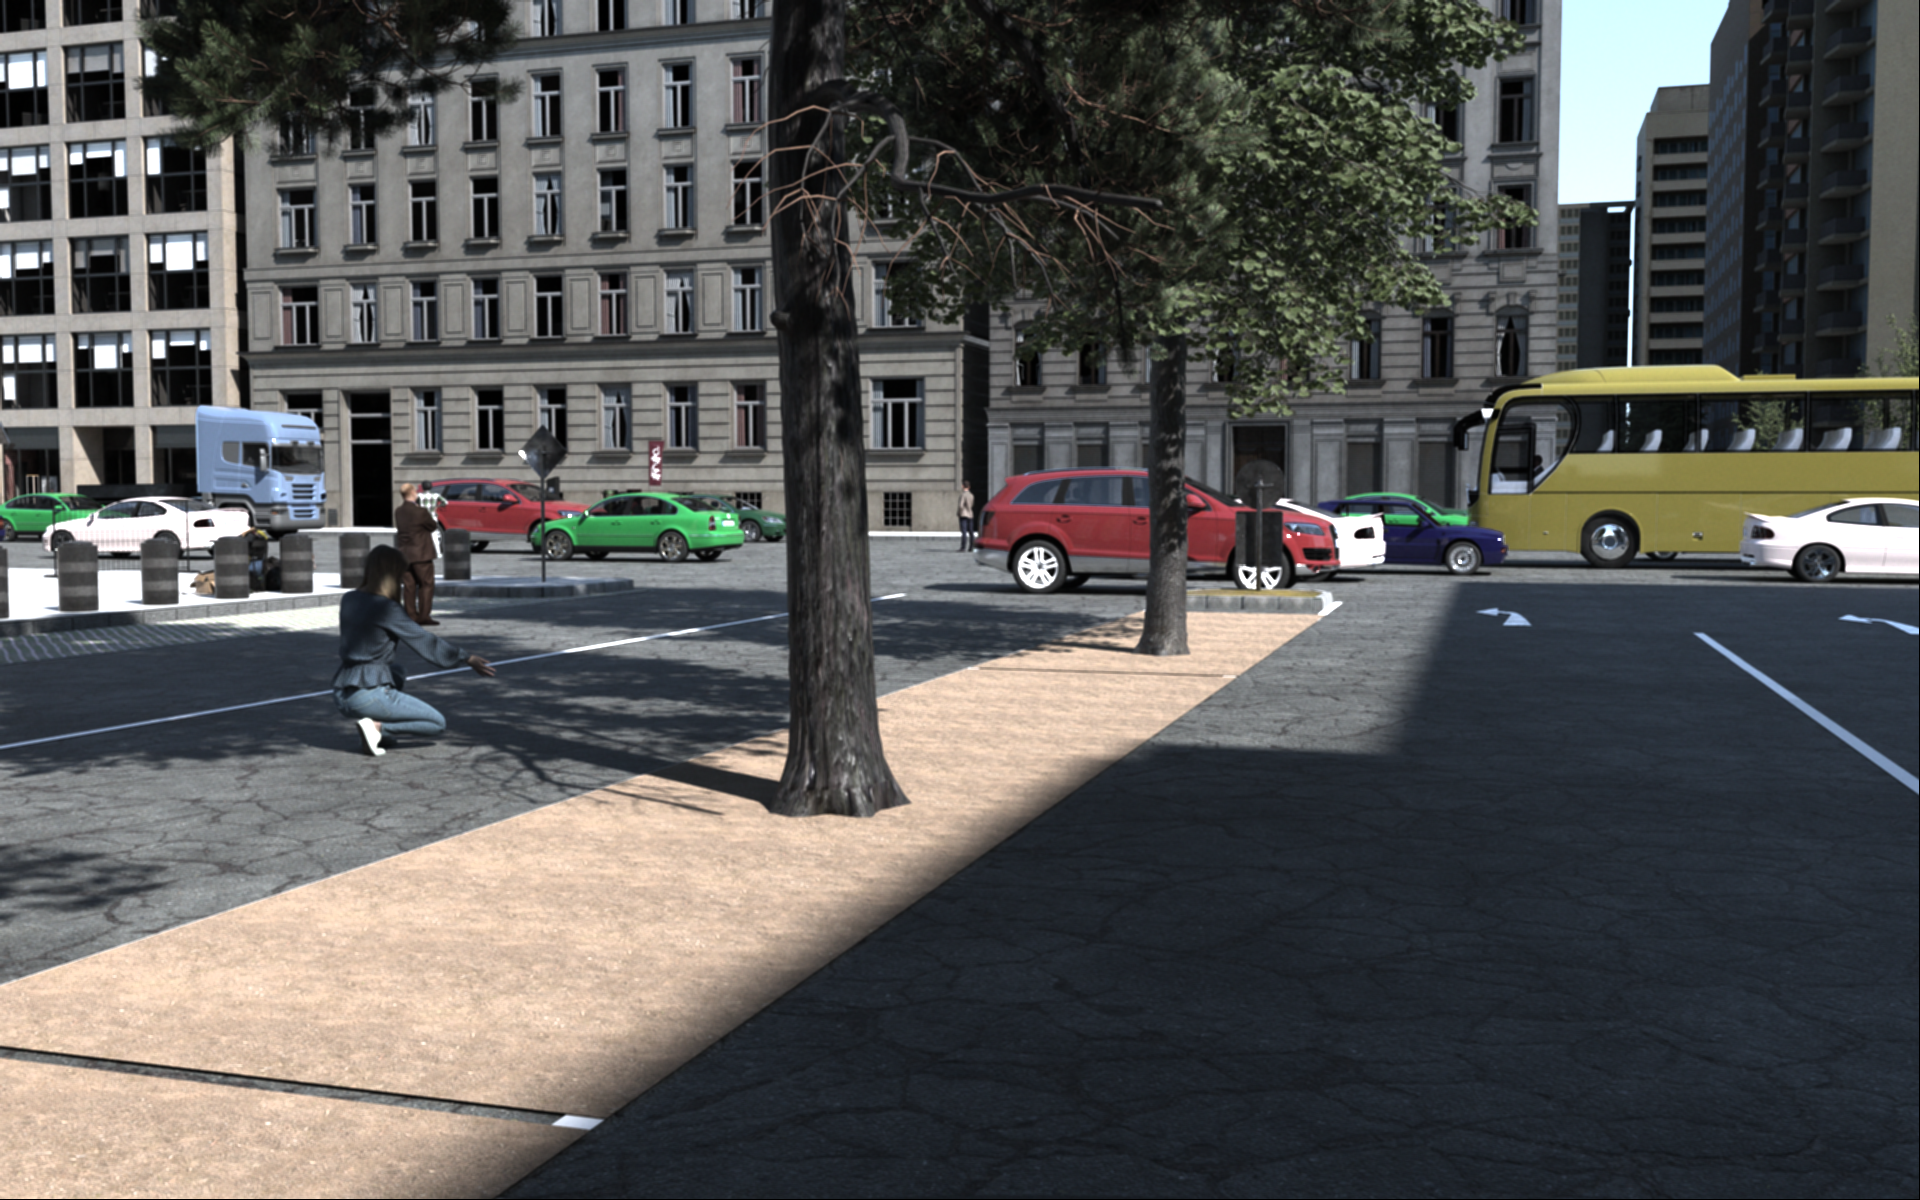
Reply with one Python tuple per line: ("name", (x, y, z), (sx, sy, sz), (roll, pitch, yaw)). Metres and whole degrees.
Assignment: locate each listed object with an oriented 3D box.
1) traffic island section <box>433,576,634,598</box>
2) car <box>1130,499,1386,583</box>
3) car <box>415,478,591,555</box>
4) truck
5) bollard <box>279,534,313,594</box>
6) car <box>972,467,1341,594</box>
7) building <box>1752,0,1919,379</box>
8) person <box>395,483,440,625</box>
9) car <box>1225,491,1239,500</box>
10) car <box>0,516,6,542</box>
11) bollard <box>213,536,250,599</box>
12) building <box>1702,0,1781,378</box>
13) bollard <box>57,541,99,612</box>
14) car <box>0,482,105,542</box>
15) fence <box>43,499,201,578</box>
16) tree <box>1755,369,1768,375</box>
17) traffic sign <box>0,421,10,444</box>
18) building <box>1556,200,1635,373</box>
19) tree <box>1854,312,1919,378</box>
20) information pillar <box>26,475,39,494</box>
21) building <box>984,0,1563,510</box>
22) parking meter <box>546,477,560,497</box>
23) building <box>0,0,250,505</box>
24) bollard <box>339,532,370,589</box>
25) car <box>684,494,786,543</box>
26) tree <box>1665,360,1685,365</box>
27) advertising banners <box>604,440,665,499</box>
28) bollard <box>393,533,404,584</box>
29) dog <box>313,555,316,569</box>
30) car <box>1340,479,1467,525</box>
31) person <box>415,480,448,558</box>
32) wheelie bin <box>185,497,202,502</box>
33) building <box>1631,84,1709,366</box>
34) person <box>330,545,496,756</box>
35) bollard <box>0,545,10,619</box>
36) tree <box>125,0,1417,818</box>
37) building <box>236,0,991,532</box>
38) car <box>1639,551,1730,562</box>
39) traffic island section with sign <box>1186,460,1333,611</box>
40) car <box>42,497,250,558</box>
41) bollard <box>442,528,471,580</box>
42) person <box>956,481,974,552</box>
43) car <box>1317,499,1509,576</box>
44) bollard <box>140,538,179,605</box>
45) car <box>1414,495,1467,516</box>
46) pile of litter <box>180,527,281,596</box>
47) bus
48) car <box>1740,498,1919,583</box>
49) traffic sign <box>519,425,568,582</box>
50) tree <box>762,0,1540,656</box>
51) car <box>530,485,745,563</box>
("traffic island section", (-6.078, -0.179, 25.208), (2.009, 0.180, 2.903), (1, 4, 17))
("car", (4.705, -1.032, 29.233), (4.827, 1.381, 2.083), (1, 4, 19))
("car", (-11.064, -2.056, 42.284), (5.304, 1.827, 2.281), (1, 4, 18))
("truck", (-28.322, -3.989, 54.987), (18.799, 4.110, 2.967), (1, 4, 15))
("bollard", (-8.600, -0.473, 22.449), (0.404, 0.777, 0.398), (0, 3, 0))
("car", (2.832, -1.009, 25.166), (5.304, 1.827, 2.281), (1, 4, 17))
("building", (67.712, -28.419, 119.274), (22.147, 44.769, 28.867), (1, 4, 17))
("person", (-5.949, -0.499, 18.926), (0.482, 1.546, 0.388), (2, 4, 28))
("car", (5.827, -1.763, 38.617), (2.009, 1.686, 4.222), (1, 4, 18))
("car", (-25.068, -1.778, 41.657), (3.894, 1.354, 1.945), (1, 4, 17))
("bollard", (-8.959, -0.403, 21.301), (0.404, 0.777, 0.398), (0, 3, 0))
("building", (74.675, -30.846, 154.446), (14.600, 45.320, 14.200), (1, 4, 17))
("bollard", (-9.673, -0.262, 18.996), (0.404, 0.777, 0.398), (0, 3, 0))
("car", (-26.876, -2.637, 51.905), (4.718, 1.807, 1.959), (1, 4, 17))
("fence", (-13.231, -0.989, 27.379), (0.480, 1.192, 2.264), (3, 4, 39))
("tree", (47.278, -9.231, 101.296), (4.737, 8.622, 4.395), (0, 3, 0))
("traffic sign", (-10.486, -1.131, 18.502), (0.884, 2.594, 0.081), (1, 4, 22))
("building", (71.691, -32.237, 218.952), (23.993, 40.220, 32.217), (1, 4, 17))
("tree", (36.994, -7.193, 67.960), (4.737, 8.622, 4.395), (0, 3, 0))
("information pillar", (-35.903, -3.829, 67.101), (0.304, 2.012, 0.304), (0, 4, 6))
("building", (10.779, -12.808, 58.556), (18.267, 20.994, 9.793), (1, 4, 17))
("parking meter", (-13.680, -3.212, 58.234), (0.399, 1.863, 0.255), (1, 4, 19))
("building", (-41.430, -16.846, 79.955), (34.151, 26.468, 19.350), (1, 4, 17))
("bollard", (-8.244, -0.543, 23.596), (0.404, 0.777, 0.398), (0, 3, 0))
("car", (-7.289, -2.479, 52.327), (4.920, 1.459, 2.131), (1, 4, 19))
("tree", (59.850, -14.016, 147.290), (7.486, 12.596, 7.792), (0, 3, 0))
("advertising banners", (-10.676, -3.693, 56.573), (2.074, 3.025, 0.090), (0, 4, -4))
("bollard", (-7.883, -0.614, 24.748), (0.404, 0.777, 0.398), (0, 3, 0))
("dog", (-12.464, -0.843, 33.076), (0.406, 0.507, 0.540), (-3, 5, -43))
("car", (10.051, -1.888, 39.668), (4.718, 1.807, 1.959), (1, 4, 17))
("person", (-11.886, -1.803, 38.702), (0.841, 1.734, 0.376), (-1, 4, -22))
("wheelie bin", (-29.012, -3.537, 65.737), (0.980, 1.594, 0.693), (2, 4, 31))
("building", (91.885, -35.669, 206.882), (21.600, 48.544, 21.300), (1, 4, 17))
("person", (-3.256, 0.257, 9.800), (1.012, 1.151, 0.738), (2, 4, 34))
("bollard", (-10.031, -0.192, 17.848), (0.404, 0.777, 0.398), (0, 3, 0))
("tree", (-0.654, -5.080, 7.576), (6.751, 12.117, 7.091), (0, 3, 0))
("building", (-11.419, -14.385, 68.472), (30.059, 22.955, 16.112), (1, 4, 17))
("car", (16.292, -1.500, 37.099), (3.894, 1.354, 1.945), (1, 4, 18))
("traffic island section with sign", (3.783, -0.872, 22.399), (2.006, 1.907, 1.989), (1, 4, 17))
("car", (-18.183, -1.612, 38.710), (4.827, 1.381, 2.083), (1, 4, 17))
("bollard", (-7.528, -0.684, 25.903), (0.404, 0.777, 0.398), (0, 3, 0))
("person", (0.053, -2.086, 43.145), (0.617, 1.759, 0.750), (-3, 4, -36))
("car", (7.935, -1.155, 31.458), (3.894, 1.354, 1.945), (1, 4, 18))
("bollard", (-9.312, -0.332, 20.152), (0.404, 0.777, 0.398), (0, 3, 0))
("car", (10.282, -1.919, 43.175), (4.920, 1.459, 2.131), (1, 4, 15))
("pile of litter", (-9.528, -0.533, 22.677), (1.176, 0.858, 1.719), (2, 4, 26))
("bus", (15.813, -2.537, 33.027), (12.252, 3.916, 2.896), (1, 4, 18))
("car", (15.347, -0.970, 28.221), (4.827, 1.381, 2.083), (1, 4, 19))
("traffic sign", (-6.053, -1.315, 25.139), (0.795, 2.450, 0.064), (1, 4, 17))
("tree", (1.849, -5.804, 15.486), (7.486, 12.596, 7.792), (0, 3, 0))
("car", (-6.984, -1.736, 37.187), (4.718, 1.807, 1.959), (1, 4, 19))
